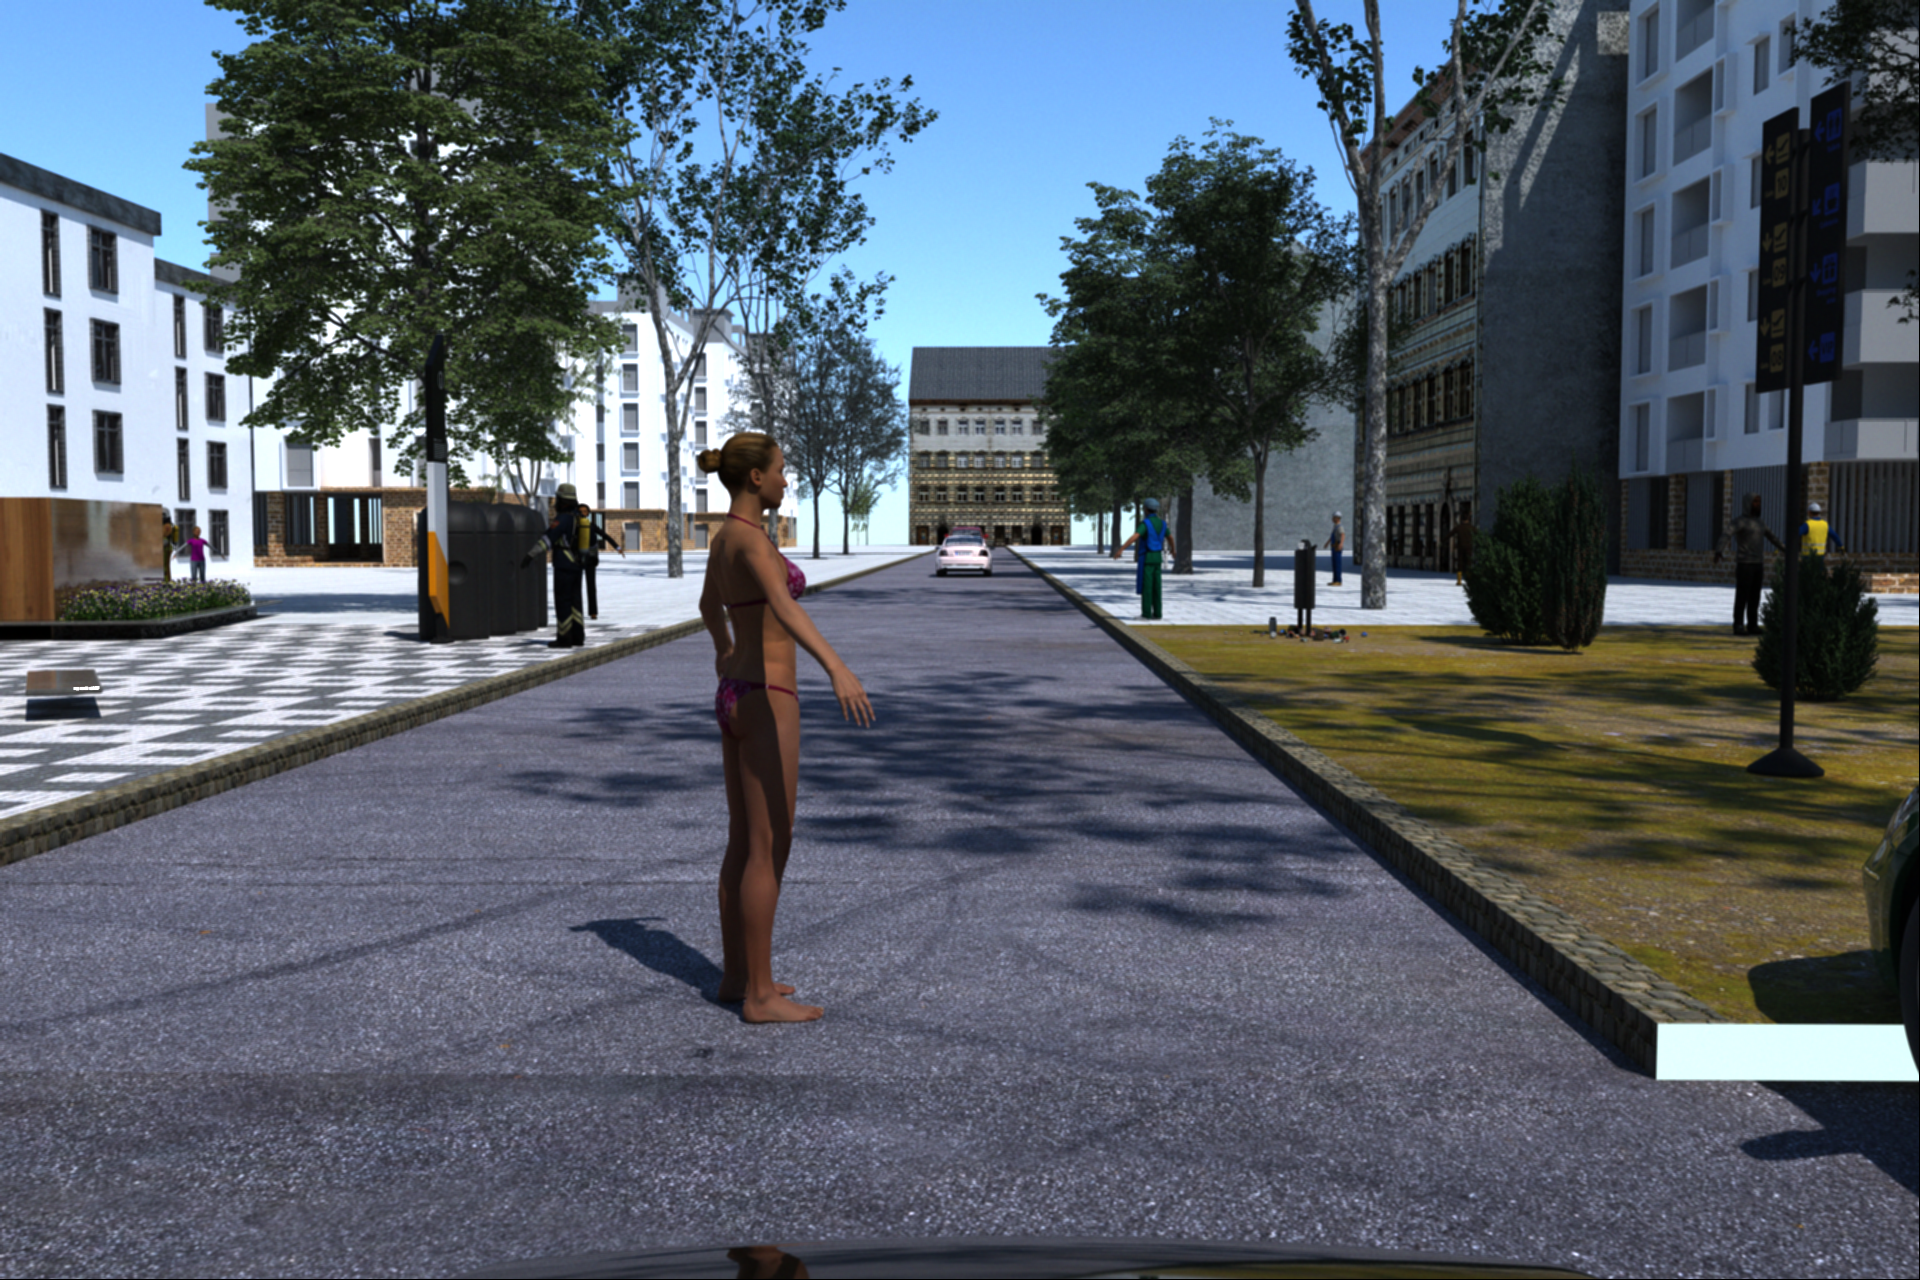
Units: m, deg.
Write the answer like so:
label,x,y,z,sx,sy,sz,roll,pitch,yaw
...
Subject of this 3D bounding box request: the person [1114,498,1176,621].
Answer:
label,x,y,z,sx,sy,sz,roll,pitch,yaw
person,2.813,-1.201,25.760,1.347,1.817,0.704,-3,5,-43

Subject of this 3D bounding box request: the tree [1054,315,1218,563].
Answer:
label,x,y,z,sx,sy,sz,roll,pitch,yaw
tree,7.804,-9.254,77.054,9.928,11.665,9.643,0,3,0

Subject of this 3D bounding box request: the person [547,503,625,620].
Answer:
label,x,y,z,sx,sy,sz,roll,pitch,yaw
person,-5.632,-1.174,25.913,1.216,1.740,0.721,-1,4,-10

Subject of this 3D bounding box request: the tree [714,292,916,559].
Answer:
label,x,y,z,sx,sy,sz,roll,pitch,yaw
tree,-7.304,-10.879,88.242,12.009,13.543,11.850,0,3,0

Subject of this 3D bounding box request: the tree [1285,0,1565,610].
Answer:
label,x,y,z,sx,sy,sz,roll,pitch,yaw
tree,8.204,-10.528,28.024,12.611,20.169,13.585,0,3,0

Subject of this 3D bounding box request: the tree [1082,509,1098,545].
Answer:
label,x,y,z,sx,sy,sz,roll,pitch,yaw
tree,15.833,-15.284,200.252,4.360,8.622,3.978,0,3,0

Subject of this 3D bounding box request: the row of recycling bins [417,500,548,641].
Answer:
label,x,y,z,sx,sy,sz,roll,pitch,yaw
row of recycling bins,-6.112,-0.941,22.505,1.069,1.692,3.534,0,4,1

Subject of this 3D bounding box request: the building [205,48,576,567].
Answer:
label,x,y,z,sx,sy,sz,roll,pitch,yaw
building,-23.245,-12.981,68.656,16.016,20.090,11.380,0,4,1

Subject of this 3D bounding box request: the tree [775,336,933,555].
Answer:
label,x,y,z,sx,sy,sz,roll,pitch,yaw
tree,-6.869,-11.943,105.642,12.009,13.543,11.850,0,3,0

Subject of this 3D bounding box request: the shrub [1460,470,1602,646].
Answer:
label,x,y,z,sx,sy,sz,roll,pitch,yaw
shrub,6.625,-0.959,20.101,1.690,2.028,1.600,0,3,0

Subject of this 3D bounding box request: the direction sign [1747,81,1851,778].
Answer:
label,x,y,z,sx,sy,sz,roll,pitch,yaw
direction sign,4.430,-1.051,9.188,0.379,3.537,0.876,0,4,0

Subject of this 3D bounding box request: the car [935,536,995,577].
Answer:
label,x,y,z,sx,sy,sz,roll,pitch,yaw
car,0.162,-2.861,59.135,2.083,1.381,4.827,0,4,1

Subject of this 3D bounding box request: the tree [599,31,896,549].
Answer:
label,x,y,z,sx,sy,sz,roll,pitch,yaw
tree,-8.516,-12.993,68.323,12.611,20.169,13.585,0,3,0

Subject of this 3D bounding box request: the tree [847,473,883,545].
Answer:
label,x,y,z,sx,sy,sz,roll,pitch,yaw
tree,-11.161,-15.452,202.998,4.737,8.622,4.395,0,3,0

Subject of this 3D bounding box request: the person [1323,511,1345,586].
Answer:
label,x,y,z,sx,sy,sz,roll,pitch,yaw
person,9.332,-2.273,43.027,0.705,1.847,1.347,0,4,-4

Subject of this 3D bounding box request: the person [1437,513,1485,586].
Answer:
label,x,y,z,sx,sy,sz,roll,pitch,yaw
person,12.548,-2.257,43.040,1.346,1.812,0.704,1,4,23

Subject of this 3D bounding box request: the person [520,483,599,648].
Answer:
label,x,y,z,sx,sy,sz,roll,pitch,yaw
person,-4.472,-0.849,19.659,0.705,1.856,1.354,2,4,24

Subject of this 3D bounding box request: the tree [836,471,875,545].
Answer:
label,x,y,z,sx,sy,sz,roll,pitch,yaw
tree,-11.881,-15.122,197.605,4.737,8.622,4.395,0,3,0

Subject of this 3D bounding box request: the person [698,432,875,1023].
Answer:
label,x,y,z,sx,sy,sz,roll,pitch,yaw
person,-0.538,0.248,5.206,0.721,1.733,1.217,-2,4,-25

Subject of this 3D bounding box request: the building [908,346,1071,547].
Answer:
label,x,y,z,sx,sy,sz,roll,pitch,yaw
building,3.543,-22.532,201.775,18.063,23.208,19.493,0,4,1

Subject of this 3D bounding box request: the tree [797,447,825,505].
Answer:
label,x,y,z,sx,sy,sz,roll,pitch,yaw
tree,-20.542,-17.431,195.359,12.009,13.543,11.850,0,3,0

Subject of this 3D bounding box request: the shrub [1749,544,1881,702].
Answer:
label,x,y,z,sx,sy,sz,roll,pitch,yaw
shrub,6.620,-0.140,13.403,1.383,1.207,1.383,0,3,0

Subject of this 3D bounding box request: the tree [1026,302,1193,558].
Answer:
label,x,y,z,sx,sy,sz,roll,pitch,yaw
tree,8.376,-11.377,92.664,9.857,13.997,8.962,0,3,0

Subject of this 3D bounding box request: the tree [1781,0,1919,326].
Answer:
label,x,y,z,sx,sy,sz,roll,pitch,yaw
tree,13.156,-5.069,17.290,8.767,10.594,7.601,0,4,5

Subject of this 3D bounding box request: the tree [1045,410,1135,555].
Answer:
label,x,y,z,sx,sy,sz,roll,pitch,yaw
tree,9.010,-11.544,106.878,7.486,12.596,7.792,0,3,0

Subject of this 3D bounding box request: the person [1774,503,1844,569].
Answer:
label,x,y,z,sx,sy,sz,roll,pitch,yaw
person,15.327,-1.541,31.161,1.349,1.833,0.705,0,4,-7

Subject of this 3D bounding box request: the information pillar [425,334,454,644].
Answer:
label,x,y,z,sx,sy,sz,roll,pitch,yaw
information pillar,-6.072,-1.759,20.117,0.183,3.616,0.504,0,4,0

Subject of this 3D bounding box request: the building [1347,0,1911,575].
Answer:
label,x,y,z,sx,sy,sz,roll,pitch,yaw
building,25.457,-14.141,62.128,19.493,23.208,18.063,0,4,1

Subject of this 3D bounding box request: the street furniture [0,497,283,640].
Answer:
label,x,y,z,sx,sy,sz,roll,pitch,yaw
street furniture,-12.606,-1.060,24.181,9.812,1.723,11.010,-1,4,-10

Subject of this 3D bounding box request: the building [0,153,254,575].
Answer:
label,x,y,z,sx,sy,sz,roll,pitch,yaw
building,-25.397,-6.323,45.521,9.099,9.664,28.070,0,4,2

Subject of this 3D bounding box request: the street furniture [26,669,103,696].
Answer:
label,x,y,z,sx,sy,sz,roll,pitch,yaw
street furniture,-12.494,-0.348,12.536,11.010,1.723,9.812,-2,4,-28

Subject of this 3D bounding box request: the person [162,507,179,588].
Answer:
label,x,y,z,sx,sy,sz,roll,pitch,yaw
person,-17.070,-1.916,37.092,0.705,1.858,1.354,-2,4,-28

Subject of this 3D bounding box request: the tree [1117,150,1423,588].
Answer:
label,x,y,z,sx,sy,sz,roll,pitch,yaw
tree,7.445,-6.547,41.463,7.601,10.594,8.767,-3,5,-39

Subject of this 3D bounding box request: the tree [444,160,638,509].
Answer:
label,x,y,z,sx,sy,sz,roll,pitch,yaw
tree,-8.667,-5.142,34.442,4.360,8.622,3.978,0,3,0

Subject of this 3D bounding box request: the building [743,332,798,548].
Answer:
label,x,y,z,sx,sy,sz,roll,pitch,yaw
building,-21.719,-18.795,163.718,16.016,20.090,11.380,0,4,1

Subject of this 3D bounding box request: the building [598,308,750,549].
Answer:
label,x,y,z,sx,sy,sz,roll,pitch,yaw
building,-24.362,-17.731,146.316,16.016,20.090,11.380,0,3,0

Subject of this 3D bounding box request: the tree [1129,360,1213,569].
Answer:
label,x,y,z,sx,sy,sz,roll,pitch,yaw
tree,7.457,-6.915,63.427,4.360,8.622,3.978,0,3,0

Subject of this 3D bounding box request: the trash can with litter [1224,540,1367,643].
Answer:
label,x,y,z,sx,sy,sz,roll,pitch,yaw
trash can with litter,4.247,-0.636,21.457,1.678,1.210,2.233,0,4,-1

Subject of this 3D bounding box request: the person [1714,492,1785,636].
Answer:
label,x,y,z,sx,sy,sz,roll,pitch,yaw
person,10.034,-0.968,21.958,1.348,1.813,0.705,-1,4,-22

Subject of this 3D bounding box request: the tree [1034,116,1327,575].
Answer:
label,x,y,z,sx,sy,sz,roll,pitch,yaw
tree,7.097,-9.063,54.837,9.857,13.997,8.962,0,3,0

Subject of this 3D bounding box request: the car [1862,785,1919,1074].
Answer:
label,x,y,z,sx,sy,sz,roll,pitch,yaw
car,3.276,0.559,2.651,2.131,1.459,4.920,0,4,1

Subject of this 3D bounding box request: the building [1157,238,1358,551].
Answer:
label,x,y,z,sx,sy,sz,roll,pitch,yaw
building,25.137,-18.804,138.378,19.493,23.208,18.063,0,4,1

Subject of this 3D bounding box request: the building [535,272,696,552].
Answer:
label,x,y,z,sx,sy,sz,roll,pitch,yaw
building,-26.543,-16.527,126.631,16.016,20.090,11.380,0,4,2

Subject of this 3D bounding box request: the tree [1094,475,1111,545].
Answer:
label,x,y,z,sx,sy,sz,roll,pitch,yaw
tree,16.803,-14.974,195.185,4.360,8.622,3.978,0,3,0

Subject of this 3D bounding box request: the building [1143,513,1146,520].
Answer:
label,x,y,z,sx,sy,sz,roll,pitch,yaw
building,28.019,-18.646,171.319,16.747,18.905,31.486,0,4,1

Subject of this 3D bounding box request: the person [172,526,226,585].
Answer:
label,x,y,z,sx,sy,sz,roll,pitch,yaw
person,-14.898,-1.506,33.889,0.991,1.433,0.599,-3,4,-37

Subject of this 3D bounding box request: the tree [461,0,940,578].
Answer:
label,x,y,z,sx,sy,sz,roll,pitch,yaw
tree,-7.422,-11.817,49.103,12.611,20.169,13.585,0,3,0

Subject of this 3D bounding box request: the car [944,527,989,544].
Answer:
label,x,y,z,sx,sy,sz,roll,pitch,yaw
car,0.347,-4.929,89.260,2.281,1.827,5.304,0,4,1

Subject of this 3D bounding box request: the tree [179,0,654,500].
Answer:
label,x,y,z,sx,sy,sz,roll,pitch,yaw
tree,-8.523,-6.676,27.276,7.486,12.596,7.792,0,3,0

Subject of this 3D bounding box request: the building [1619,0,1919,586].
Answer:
label,x,y,z,sx,sy,sz,roll,pitch,yaw
building,24.814,-11.812,49.549,16.016,20.090,11.380,0,4,1
